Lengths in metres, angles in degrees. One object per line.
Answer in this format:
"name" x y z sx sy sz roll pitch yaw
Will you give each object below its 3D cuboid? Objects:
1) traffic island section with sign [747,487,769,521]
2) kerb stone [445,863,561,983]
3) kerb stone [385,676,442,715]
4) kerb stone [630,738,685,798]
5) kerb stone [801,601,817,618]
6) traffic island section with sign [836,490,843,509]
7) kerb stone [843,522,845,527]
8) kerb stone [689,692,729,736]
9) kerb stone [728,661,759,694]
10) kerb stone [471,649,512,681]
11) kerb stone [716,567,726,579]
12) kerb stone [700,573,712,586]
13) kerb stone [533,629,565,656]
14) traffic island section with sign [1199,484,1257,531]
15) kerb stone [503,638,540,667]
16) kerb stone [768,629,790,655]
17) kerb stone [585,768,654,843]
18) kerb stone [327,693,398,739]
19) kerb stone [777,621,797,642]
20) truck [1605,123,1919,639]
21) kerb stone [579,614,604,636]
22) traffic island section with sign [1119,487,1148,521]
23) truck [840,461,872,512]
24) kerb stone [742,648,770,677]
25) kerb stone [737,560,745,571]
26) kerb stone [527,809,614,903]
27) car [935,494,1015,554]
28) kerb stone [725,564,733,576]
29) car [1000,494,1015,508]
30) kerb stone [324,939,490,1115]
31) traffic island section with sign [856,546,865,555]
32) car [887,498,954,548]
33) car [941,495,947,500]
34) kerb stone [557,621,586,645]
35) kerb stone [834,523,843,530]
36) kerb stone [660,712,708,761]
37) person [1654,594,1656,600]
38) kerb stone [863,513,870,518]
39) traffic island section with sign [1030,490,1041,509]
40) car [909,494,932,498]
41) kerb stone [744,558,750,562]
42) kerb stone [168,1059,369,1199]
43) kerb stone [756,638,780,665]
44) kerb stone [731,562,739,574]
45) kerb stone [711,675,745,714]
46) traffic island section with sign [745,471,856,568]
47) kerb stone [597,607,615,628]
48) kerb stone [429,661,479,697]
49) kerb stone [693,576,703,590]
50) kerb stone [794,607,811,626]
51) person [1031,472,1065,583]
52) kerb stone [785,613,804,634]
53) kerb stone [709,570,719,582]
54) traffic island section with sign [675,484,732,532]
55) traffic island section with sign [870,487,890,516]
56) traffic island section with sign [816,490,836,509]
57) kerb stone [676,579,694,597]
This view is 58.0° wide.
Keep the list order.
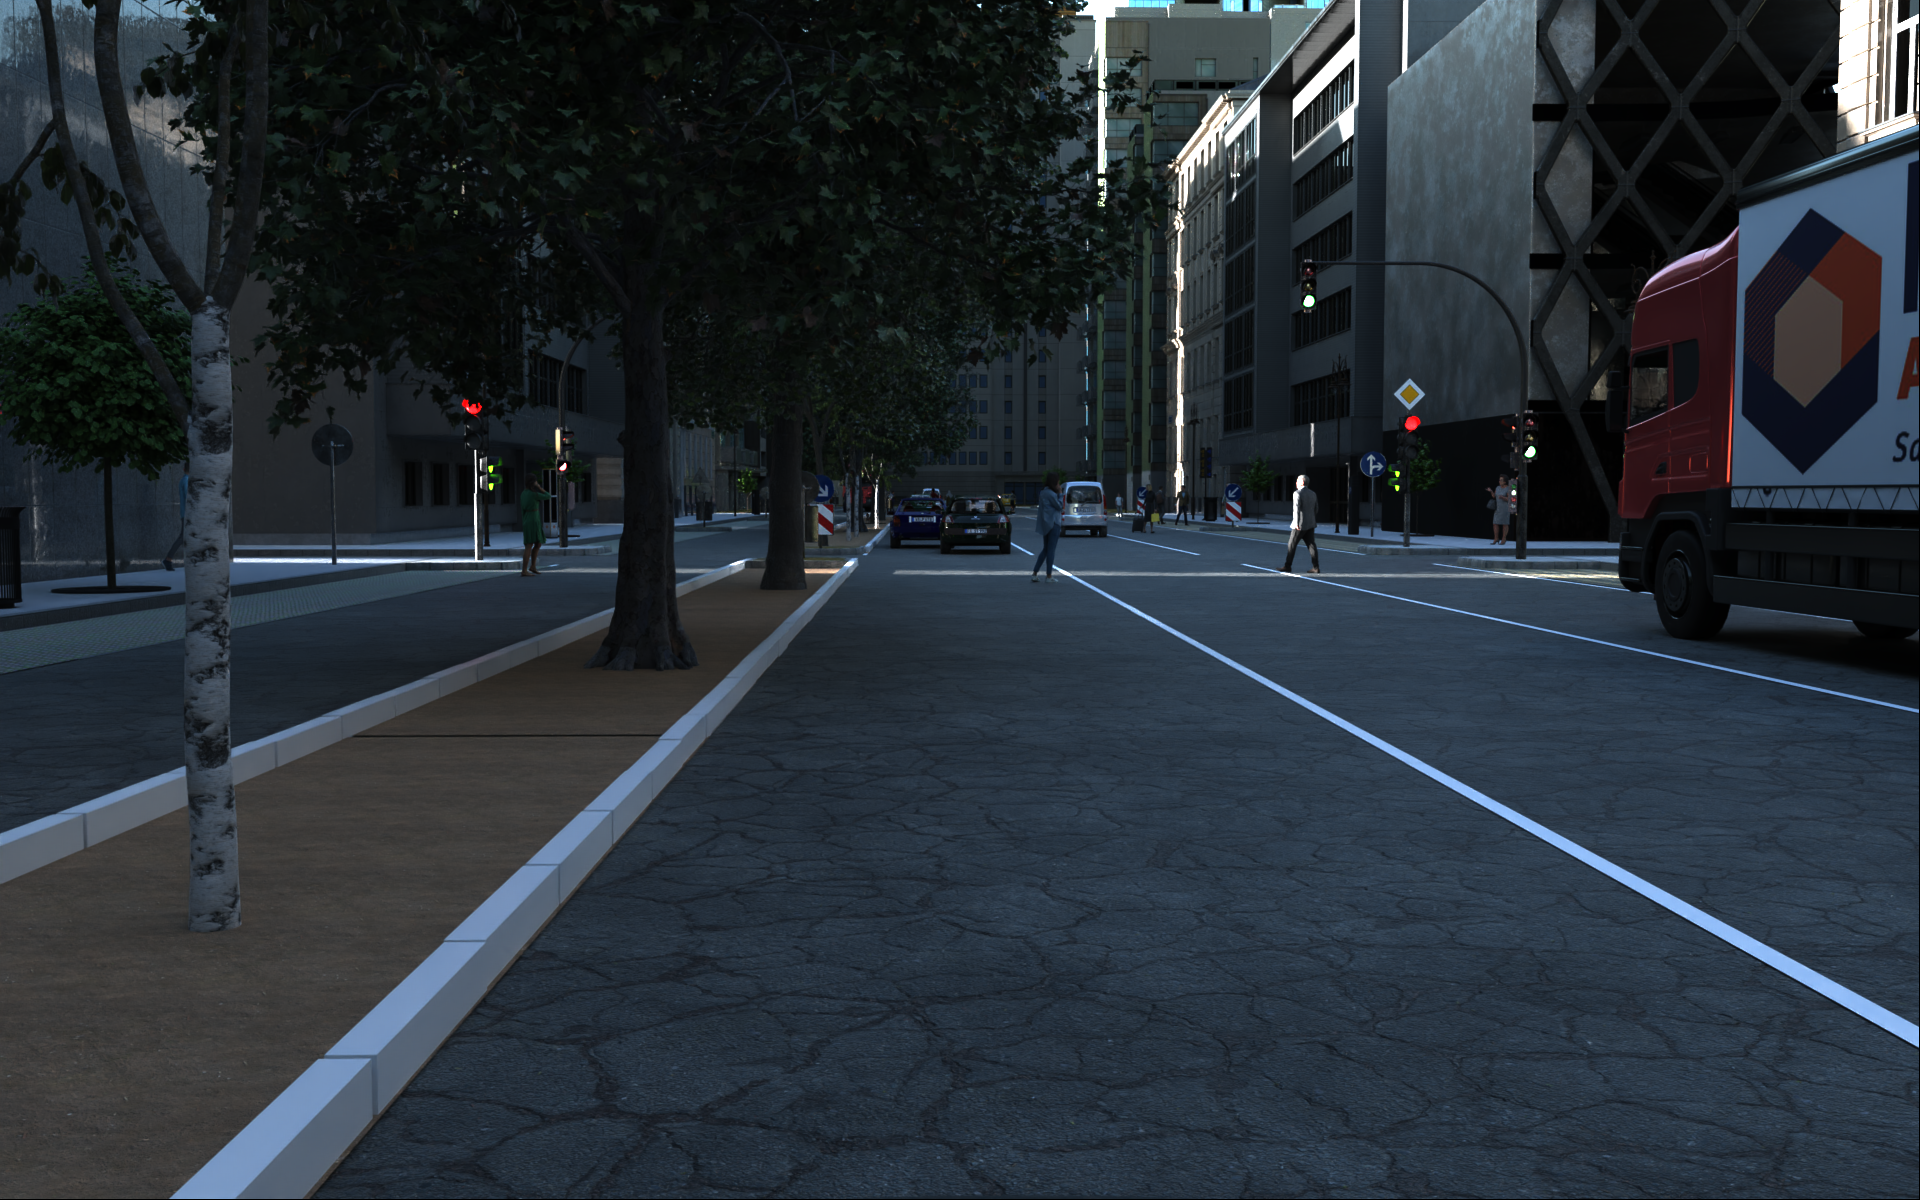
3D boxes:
"traffic island section with sign" -10.408 -5.178 93.281 1.989 1.847 2.006 0 4 -1
"kerb stone" -1.436 1.022 5.484 0.120 0.150 1.000 0 4 -1
"kerb stone" -3.679 0.655 11.577 0.120 0.150 1.000 0 4 -1
"kerb stone" -1.501 0.839 8.557 0.120 0.150 1.000 0 4 -1
"kerb stone" -1.759 0.145 19.831 0.120 0.150 1.000 0 4 -1
"traffic island section with sign" -12.193 -9.921 170.829 1.989 1.847 2.006 0 4 -1
"kerb stone" -5.092 -3.143 73.591 0.120 0.150 1.000 0 4 -1
"kerb stone" -1.549 0.711 10.612 0.120 0.150 1.000 0 4 -1
"kerb stone" -1.597 0.585 12.655 0.120 0.150 1.000 0 4 -1
"kerb stone" -3.722 0.527 13.627 0.120 0.150 1.000 0 4 -1
"kerb stone" -4.075 -0.414 28.977 0.120 0.150 1.000 0 4 -1
"kerb stone" -4.023 -0.289 26.922 0.120 0.150 1.000 0 4 -1
"kerb stone" -3.761 0.399 15.671 0.120 0.150 1.000 0 4 -1
"traffic island section with sign" 10.314 -3.565 66.915 1.989 1.847 2.006 0 4 -1
"kerb stone" -3.744 0.462 14.649 0.120 0.150 1.000 0 4 -1
"kerb stone" -1.663 0.397 15.723 0.120 0.150 1.000 0 4 -1
"kerb stone" -1.479 0.897 7.532 0.120 0.150 1.000 0 4 -1
"kerb stone" -3.651 0.713 10.541 0.120 0.150 1.000 0 4 -1
"kerb stone" -1.696 0.338 16.751 0.120 0.150 1.000 0 4 -1
"truck" 8.378 -1.516 13.705 2.839 4.237 11.283 0 4 -2
"kerb stone" -3.818 0.276 17.717 0.120 0.150 1.000 0 4 -1
"traffic island section with sign" 9.694 -5.216 93.912 1.989 1.847 2.006 0 4 -1
"truck" -8.362 -9.393 142.493 2.839 4.237 11.283 0 4 -2
"kerb stone" -1.626 0.521 13.679 0.120 0.150 1.000 0 4 -1
"kerb stone" -4.142 -0.602 32.046 0.120 0.150 1.000 0 4 -1
"kerb stone" -1.458 0.960 6.506 0.120 0.150 1.000 0 4 -1
"car" 0.378 -2.022 42.838 2.009 1.686 4.222 0 4 0
"kerb stone" -4.100 -0.477 30.002 0.120 0.150 1.000 0 4 -1
"car" 5.016 -10.697 185.117 2.015 1.641 3.980 0 4 -1
"kerb stone" -1.405 1.085 4.463 0.120 0.150 1.000 0 4 -1
"traffic island section with sign" -3.296 -2.039 41.471 2.006 1.907 1.989 0 4 -1
"car" -1.023 -2.112 47.109 1.945 1.354 3.894 0 4 -1
"car" -2.152 -8.576 150.009 2.009 1.686 4.222 0 4 -1
"kerb stone" -3.791 0.338 16.695 0.120 0.150 1.000 0 4 -1
"kerb stone" -5.078 -3.080 72.555 0.120 0.150 1.000 0 4 -1
"kerb stone" -1.531 0.772 9.578 0.120 0.150 1.000 0 4 -1
"person" 9.614 -0.902 23.443 0.583 1.804 0.606 -2 4 -27
"kerb stone" -5.946 -5.402 110.518 0.120 0.150 1.000 0 4 -1
"traffic island section with sign" 7.936 -9.932 171.012 1.989 1.847 2.006 0 4 -1
"car" -2.416 -5.843 107.336 2.131 1.459 4.920 0 4 1
"kerb stone" -4.172 -0.665 33.072 0.120 0.150 1.000 0 4 -1
"kerb stone" -1.386 1.148 3.441 0.120 0.150 1.000 0 4 -1
"kerb stone" -1.647 0.458 14.700 0.120 0.150 1.000 0 4 -1
"kerb stone" -4.116 -0.540 31.023 0.120 0.150 1.000 0 4 -1
"kerb stone" -1.572 0.652 11.633 0.120 0.150 1.000 0 4 -1
"traffic island section with sign" -3.135 -1.586 34.065 2.006 1.907 1.989 0 4 -1
"kerb stone" -3.842 0.213 18.739 0.120 0.150 1.000 0 4 -1
"kerb stone" -3.703 0.587 12.598 0.120 0.150 1.000 0 4 -1
"kerb stone" -3.998 -0.224 25.897 0.120 0.150 1.000 0 4 -1
"kerb stone" -1.740 0.208 18.800 0.120 0.150 1.000 0 4 -1
"person" 1.414 -1.177 28.002 0.793 1.790 0.793 3 4 37
"kerb stone" -1.720 0.270 17.773 0.120 0.150 1.000 0 4 -1
"kerb stone" -4.047 -0.348 27.951 0.120 0.150 1.000 0 4 -1
"traffic island section with sign" -9.784 -3.529 66.333 1.989 1.847 2.006 0 4 -1
"traffic island section with sign" -5.030 -6.633 116.589 2.006 1.907 1.989 0 4 -1
"traffic island section with sign" -11.577 -8.272 143.881 1.989 1.847 2.006 0 4 -1
"kerb stone" -3.980 -0.164 24.875 0.120 0.150 1.000 0 4 -1
